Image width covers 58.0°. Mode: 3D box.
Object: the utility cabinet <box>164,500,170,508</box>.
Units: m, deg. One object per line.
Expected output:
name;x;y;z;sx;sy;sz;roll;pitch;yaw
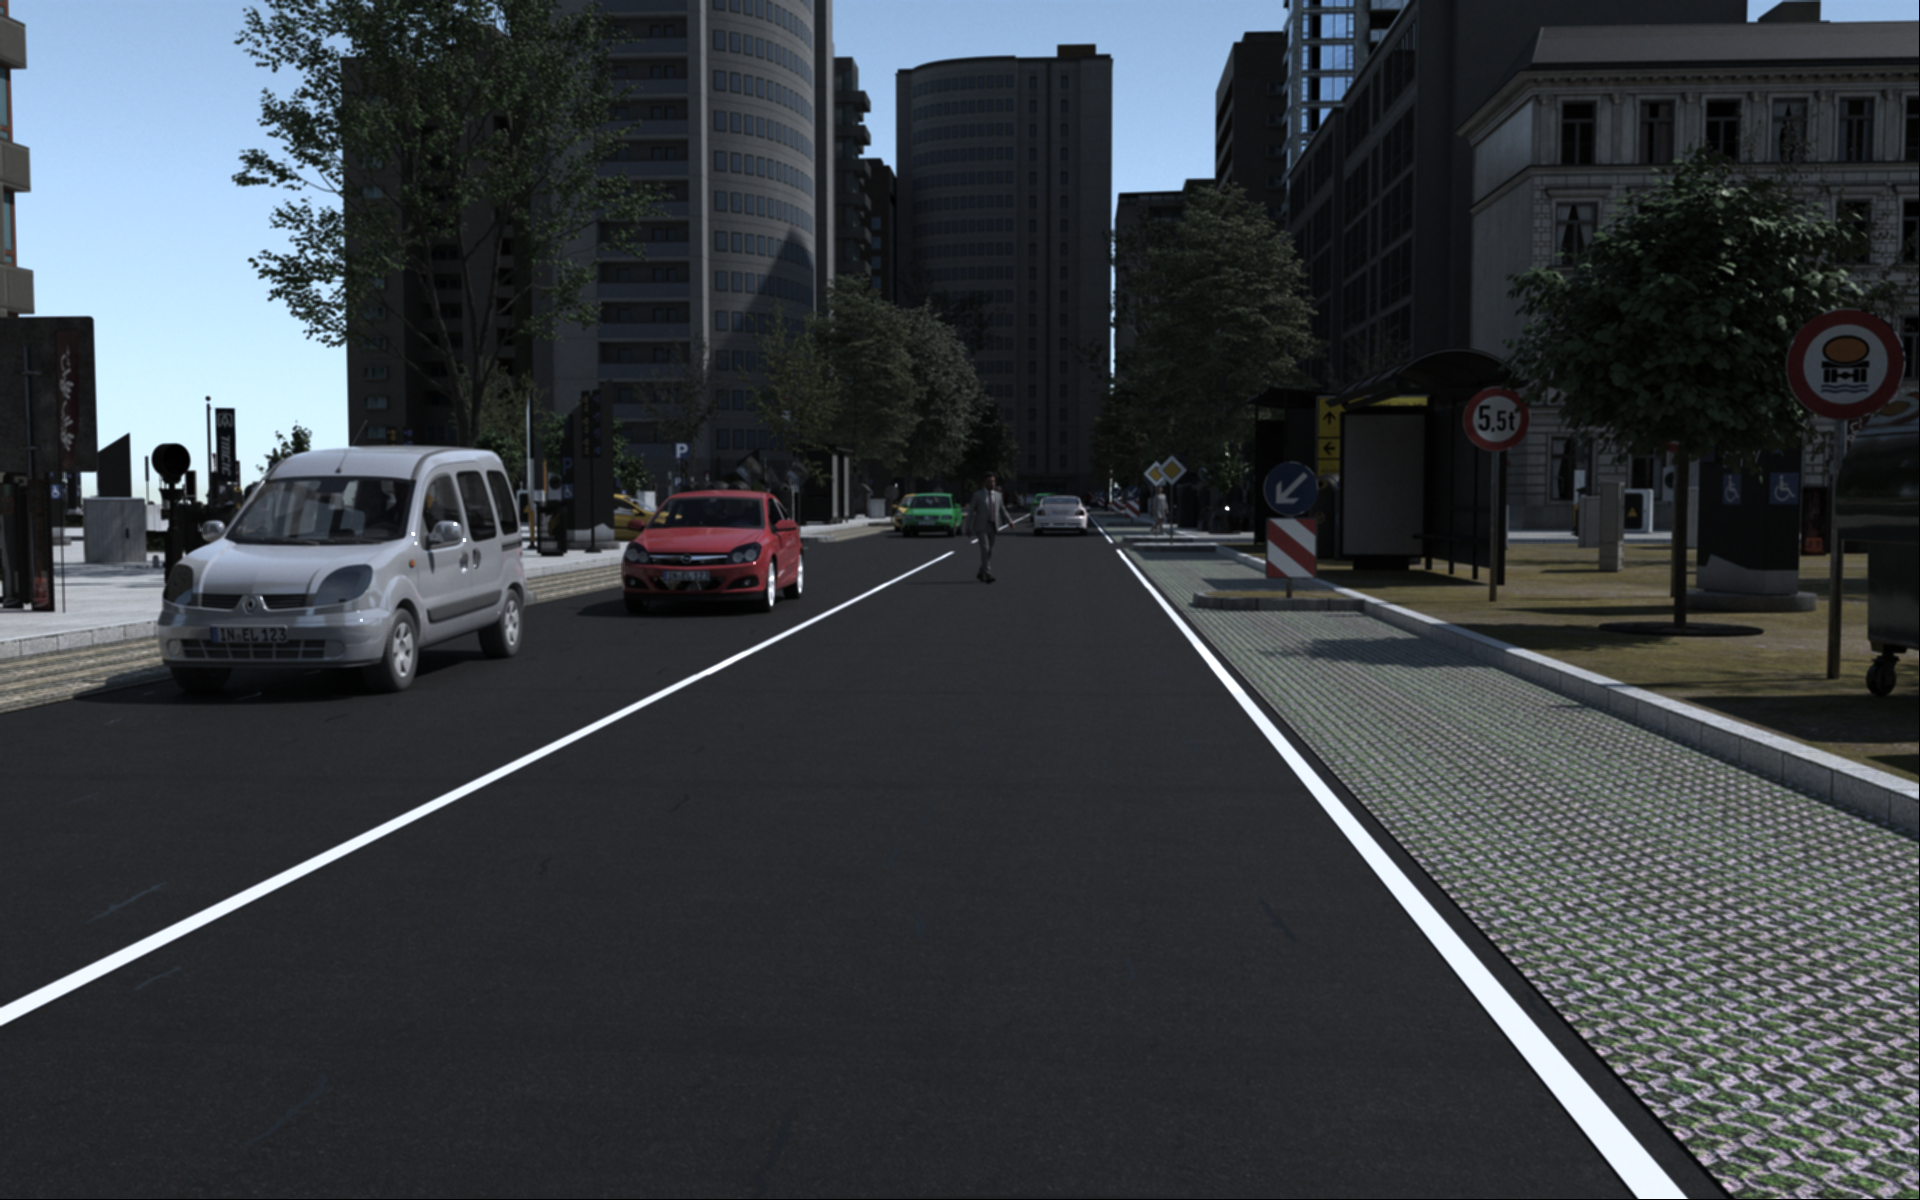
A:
utility cabinet;-48.626;-5.985;106.530;0.318;1.500;1.173;-1;4;-8

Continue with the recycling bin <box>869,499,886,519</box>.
recycling bin;-4.365;-4.807;91.149;0.722;1.027;0.722;-2;4;-24

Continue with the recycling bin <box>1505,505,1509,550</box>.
recycling bin;12.220;-1.688;40.157;0.722;1.027;0.722;-1;4;-11

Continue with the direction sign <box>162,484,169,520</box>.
direction sign;-39.883;-5.806;86.919;0.379;3.537;0.876;-1;4;-19

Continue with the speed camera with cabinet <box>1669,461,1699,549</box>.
speed camera with cabinet;17.556;-2.869;41.237;0.660;3.252;2.038;2;4;35

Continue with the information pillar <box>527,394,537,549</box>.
information pillar;-10.103;-3.022;40.761;0.183;3.616;0.504;-1;4;-22

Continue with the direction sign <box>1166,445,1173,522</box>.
direction sign;9.564;-5.309;78.794;0.379;3.537;0.876;1;4;20

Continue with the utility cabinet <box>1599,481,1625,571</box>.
utility cabinet;10.907;-1.239;28.935;0.318;1.500;1.173;2;4;25

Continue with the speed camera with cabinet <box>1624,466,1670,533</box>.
speed camera with cabinet;22.764;-3.826;56.884;2.038;3.252;0.660;2;4;35

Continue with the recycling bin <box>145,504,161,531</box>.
recycling bin;-20.086;-1.828;42.444;0.722;1.027;0.722;0;4;2

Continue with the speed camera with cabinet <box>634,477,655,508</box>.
speed camera with cabinet;-19.319;-6.745;104.612;0.660;3.252;2.038;2;4;32

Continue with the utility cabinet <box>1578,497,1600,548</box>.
utility cabinet;15.327;-1.852;41.447;1.020;1.237;0.306;-1;4;-13

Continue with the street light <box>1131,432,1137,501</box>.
street light;12.702;-9.397;126.428;0.468;5.910;1.993;0;4;4

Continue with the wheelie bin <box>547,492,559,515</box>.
wheelie bin;-24.665;-5.931;104.880;0.980;1.594;0.693;2;4;28

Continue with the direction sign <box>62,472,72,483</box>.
direction sign;-47.172;-6.072;91.278;0.379;3.537;0.876;1;4;20

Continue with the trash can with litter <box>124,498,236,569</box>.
trash can with litter;-13.192;-1.158;29.993;2.233;1.210;1.678;1;4;23

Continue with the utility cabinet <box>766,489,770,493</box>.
utility cabinet;-8.146;-4.182;77.049;0.318;1.500;1.173;-3;5;-40

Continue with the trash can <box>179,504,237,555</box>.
trash can;-10.513;-0.770;24.240;0.748;1.137;0.748;0;3;0

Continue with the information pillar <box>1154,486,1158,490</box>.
information pillar;13.889;-7.202;122.251;0.304;2.012;0.304;-3;4;-36

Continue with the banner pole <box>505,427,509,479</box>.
banner pole;-16.957;-4.580;64.901;0.401;3.779;0.863;-1;4;-12

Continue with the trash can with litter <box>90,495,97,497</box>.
trash can with litter;-58.977;-6.596;118.908;1.678;1.210;2.233;3;5;43

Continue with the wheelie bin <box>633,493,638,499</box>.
wheelie bin;-19.228;-5.703;101.155;0.693;1.594;0.980;2;4;33

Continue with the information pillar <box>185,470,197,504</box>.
information pillar;-23.980;-3.030;54.027;0.304;2.012;0.304;-1;4;-19

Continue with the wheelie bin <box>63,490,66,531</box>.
wheelie bin;-31.620;-3.218;60.520;0.693;1.594;0.980;-3;4;-37

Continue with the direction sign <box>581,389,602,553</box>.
direction sign;-8.040;-2.804;37.845;0.379;3.537;0.876;-3;4;-39

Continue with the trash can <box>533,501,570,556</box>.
trash can;-8.433;-1.476;35.784;0.748;1.137;0.748;0;3;0

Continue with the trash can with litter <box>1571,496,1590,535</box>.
trash can with litter;19.998;-2.646;54.318;2.233;1.210;1.678;-3;5;-40

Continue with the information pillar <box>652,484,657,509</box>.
information pillar;-21.623;-7.220;122.536;0.304;2.012;0.304;1;4;9

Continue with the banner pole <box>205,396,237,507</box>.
banner pole;-18.954;-3.323;44.345;0.863;3.779;0.401;-1;4;-16

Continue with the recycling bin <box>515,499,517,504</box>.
recycling bin;-21.918;-4.464;85.547;0.722;1.027;0.722;-1;4;-14

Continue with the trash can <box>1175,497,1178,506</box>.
trash can;11.335;-4.706;88.594;0.748;1.137;0.748;0;3;0

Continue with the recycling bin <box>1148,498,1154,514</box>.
recycling bin;12.837;-6.207;114.039;0.722;1.027;0.722;2;4;29

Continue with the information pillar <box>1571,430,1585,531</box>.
information pillar;21.298;-4.173;59.580;0.504;3.616;0.183;-2;4;-34

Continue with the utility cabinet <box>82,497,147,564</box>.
utility cabinet;-15.719;-1.287;32.212;1.020;1.237;0.306;-2;4;-34

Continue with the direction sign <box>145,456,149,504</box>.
direction sign;-48.565;-6.821;103.514;0.379;3.537;0.876;-2;4;-34

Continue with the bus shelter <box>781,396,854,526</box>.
bus shelter;-6.094;-5.856;73.379;2.179;5.291;8.768;0;4;4

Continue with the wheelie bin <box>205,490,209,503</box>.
wheelie bin;-42.953;-5.618;99.765;0.980;1.594;0.693;0;4;-2

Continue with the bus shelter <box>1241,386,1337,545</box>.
bus shelter;7.763;-3.027;40.769;1.731;3.624;6.357;0;4;4

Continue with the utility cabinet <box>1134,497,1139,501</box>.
utility cabinet;12.863;-7.015;123.372;1.173;1.500;0.318;-3;5;-43

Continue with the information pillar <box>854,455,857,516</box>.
information pillar;-6.243;-6.682;100.609;0.504;3.616;0.183;0;4;-3

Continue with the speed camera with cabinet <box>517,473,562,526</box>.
speed camera with cabinet;-16.856;-4.623;69.926;2.038;3.252;0.660;1;4;13

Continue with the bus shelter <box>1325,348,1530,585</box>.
bus shelter;7.047;-2.008;26.755;2.014;3.302;5.546;0;4;4

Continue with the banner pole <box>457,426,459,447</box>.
banner pole;-13.145;-3.410;45.775;0.401;3.779;0.863;-2;4;-35

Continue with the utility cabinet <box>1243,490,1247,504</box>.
utility cabinet;14.241;-4.712;85.725;1.173;1.500;0.318;-3;5;-43

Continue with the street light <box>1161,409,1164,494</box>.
street light;10.228;-7.030;87.724;0.468;5.910;1.993;0;4;4

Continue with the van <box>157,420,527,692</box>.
van;-4.790;-0.419;13.865;2.013;2.044;4.112;0;4;2

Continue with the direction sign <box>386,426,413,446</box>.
direction sign;-18.798;-4.048;58.178;0.876;3.537;0.379;-2;4;-30
